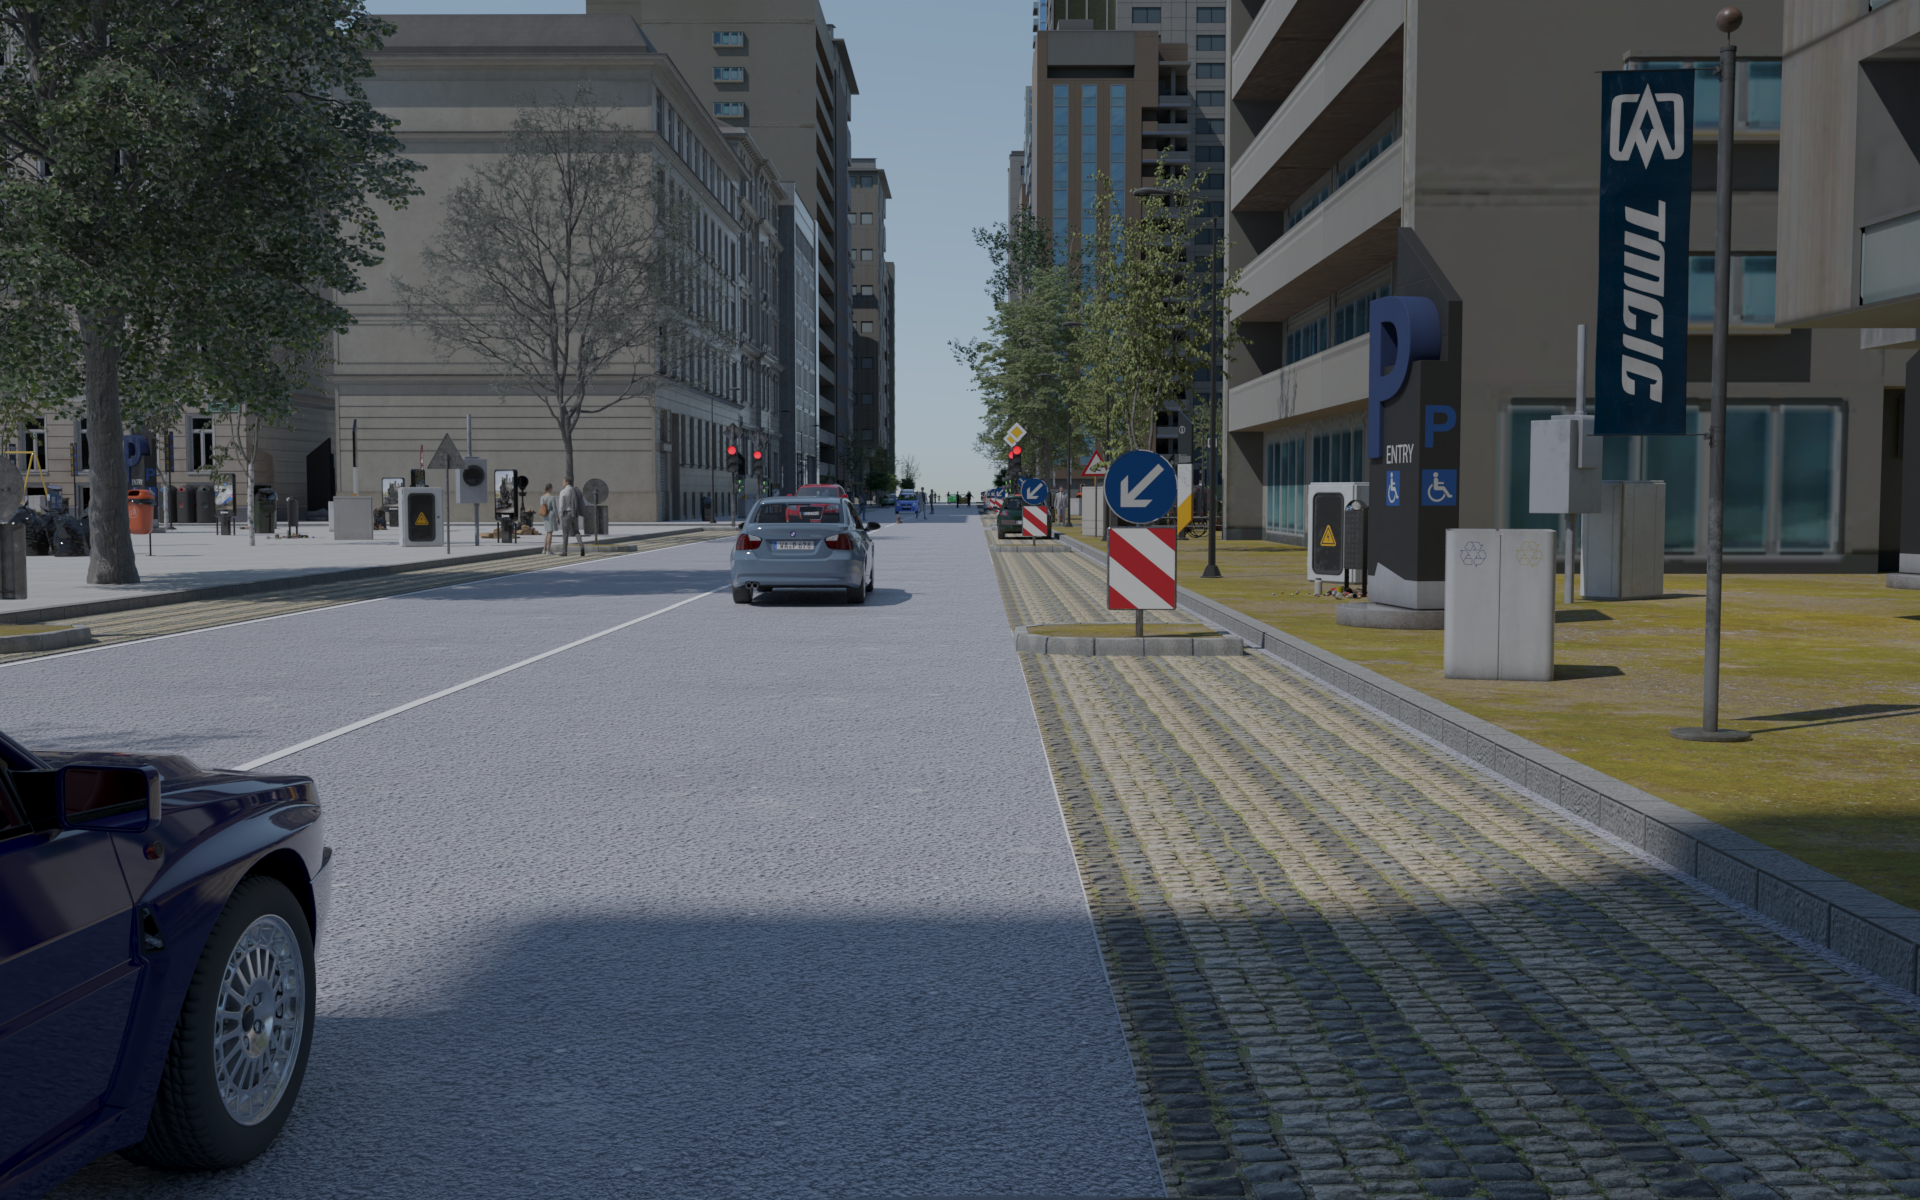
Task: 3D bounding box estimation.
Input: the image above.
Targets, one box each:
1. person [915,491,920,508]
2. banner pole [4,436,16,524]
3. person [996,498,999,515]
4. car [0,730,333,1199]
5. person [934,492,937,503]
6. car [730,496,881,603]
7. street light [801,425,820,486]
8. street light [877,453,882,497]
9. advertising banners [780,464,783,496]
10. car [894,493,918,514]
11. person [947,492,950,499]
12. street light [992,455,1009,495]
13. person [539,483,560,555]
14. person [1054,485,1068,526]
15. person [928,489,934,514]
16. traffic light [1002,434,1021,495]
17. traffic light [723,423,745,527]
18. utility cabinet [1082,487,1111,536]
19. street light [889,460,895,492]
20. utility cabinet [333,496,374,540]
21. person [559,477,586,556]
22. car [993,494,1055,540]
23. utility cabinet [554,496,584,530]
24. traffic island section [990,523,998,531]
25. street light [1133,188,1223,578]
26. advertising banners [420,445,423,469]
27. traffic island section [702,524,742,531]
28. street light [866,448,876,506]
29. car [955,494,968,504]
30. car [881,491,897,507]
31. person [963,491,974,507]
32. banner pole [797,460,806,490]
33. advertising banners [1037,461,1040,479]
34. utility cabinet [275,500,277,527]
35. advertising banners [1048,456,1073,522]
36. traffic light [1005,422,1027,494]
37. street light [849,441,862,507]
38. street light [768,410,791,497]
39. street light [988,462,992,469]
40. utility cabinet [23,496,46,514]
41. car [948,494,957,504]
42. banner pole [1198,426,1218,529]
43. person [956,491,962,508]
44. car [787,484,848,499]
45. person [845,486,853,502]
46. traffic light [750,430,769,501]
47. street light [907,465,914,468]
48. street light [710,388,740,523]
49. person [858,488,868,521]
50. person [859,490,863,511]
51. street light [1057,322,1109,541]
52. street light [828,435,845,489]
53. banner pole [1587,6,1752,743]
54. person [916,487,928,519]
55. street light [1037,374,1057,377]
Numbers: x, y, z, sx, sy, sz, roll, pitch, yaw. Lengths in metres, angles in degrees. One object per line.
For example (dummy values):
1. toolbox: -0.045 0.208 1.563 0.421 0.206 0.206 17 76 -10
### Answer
1. person: -3.593 -8.420 147.163 0.512 1.701 0.522 -1 4 -19
2. banner pole: -41.308 -5.221 75.379 0.401 3.779 0.863 0 4 7
3. person: 2.616 -6.577 116.004 0.580 1.828 0.573 -1 4 -12
4. car: -2.391 0.612 2.567 1.945 1.354 3.894 0 4 2
5. person: -3.940 -16.120 272.076 0.705 1.821 1.348 3 5 40
6. car: -2.120 -0.732 23.976 2.014 1.417 4.499 0 4 0
7. street light: -10.085 -8.790 116.259 1.470 5.913 1.316 0 4 0
8. street light: -9.449 -13.549 194.072 1.470 5.913 1.316 0 4 0
9. advertising banners: -10.540 -6.445 101.571 0.090 3.025 2.074 0 4 4
10. car: -3.905 -7.199 127.291 1.945 1.707 3.694 0 4 -1
11. person: -1.620 -15.049 254.692 0.705 1.807 1.348 -2 4 -27
12. street light: 4.833 -14.329 206.814 1.470 5.913 1.316 0 4 0
13. person: -9.665 -1.909 40.720 0.512 1.701 0.522 2 4 27
14. person: 4.283 -3.917 72.820 0.678 1.792 0.850 0 4 8
15. person: -2.104 -7.084 124.506 0.526 1.800 0.537 2 4 24
16. traffic light: 2.261 -5.307 75.698 0.839 4.253 0.868 0 4 0
17. traffic light: -8.862 -4.823 67.782 0.839 4.253 0.868 0 4 0
18. utility cabinet: 4.153 -2.684 52.563 0.318 1.500 1.173 -2 4 -29
19. street light: -9.136 -14.781 214.210 1.470 5.913 1.316 0 4 0
20. utility cabinet: -16.971 -2.282 48.476 1.020 1.237 0.306 -1 4 -14
21. person: -8.868 -1.898 39.631 0.850 1.850 0.679 3 5 42
22. car: 2.056 -2.805 55.655 2.009 1.686 4.222 0 4 1
23. utility cabinet: -14.030 -3.124 62.242 1.020 1.237 0.306 0 4 -3
24. traffic island section: 2.239 -2.786 67.827 2.009 0.180 2.903 0 4 0
25. street light: 3.328 -3.297 26.447 1.470 5.913 1.316 0 4 0
26. advertising banners: -18.781 -3.957 60.887 0.090 3.025 2.074 -2 4 -25
27. traffic island section: -8.902 -2.791 67.917 2.009 0.180 2.903 0 4 0
28. street light: -9.465 -12.291 173.504 1.470 5.913 1.316 0 4 0
29. car: 0.416 -12.878 220.780 2.015 1.641 3.980 0 4 0
30. car: -7.701 -11.102 190.321 1.959 1.807 4.718 0 4 1
31. person: 0.966 -11.117 190.291 1.348 1.821 0.705 2 4 29
32. banner pole: -11.437 -8.305 125.803 0.863 3.779 0.401 -1 4 -17
33. advertising banners: 4.433 -5.940 93.303 0.090 3.025 2.074 1 4 20
34. utility cabinet: -27.434 -3.483 68.105 1.020 1.237 0.306 -3 5 -45
35. advertising banners: 4.595 -5.056 78.854 0.090 3.025 2.074 2 4 35
36. traffic light: 2.199 -4.819 67.713 0.839 4.253 0.868 0 4 0
37. street light: -9.651 -10.990 152.224 1.470 5.913 1.316 0 4 0
38. street light: -10.056 -7.539 95.808 1.470 5.913 1.316 0 4 0
39. street light: 5.130 -16.953 249.717 1.470 5.913 1.316 0 4 0
40. utility cabinet: -40.459 -3.947 75.690 1.020 1.237 0.306 1 4 19
41. car: -0.736 -14.329 243.081 1.959 1.807 4.718 0 4 -1
42. banner pole: 9.162 -4.519 63.909 0.863 3.779 0.401 3 4 38
43. person: -0.157 -10.510 181.056 0.721 1.735 1.217 -2 4 -27
44. car: -5.243 -3.423 64.634 2.281 1.827 5.304 0 4 2
45. person: -6.285 -5.405 96.232 0.648 1.900 0.474 1 4 20
46. traffic light: -8.800 -5.312 75.767 0.839 4.253 0.868 0 4 0
47. street light: -8.514 -19.799 296.254 1.470 5.913 1.316 0 4 0
48. street light: -10.272 -6.308 75.670 1.470 5.913 1.316 0 4 0
49. person: -5.159 -5.103 92.278 0.721 1.781 0.623 -3 5 -43
50. person: -8.472 -8.613 149.805 0.515 1.767 0.782 0 4 0
51. street light: 3.456 -4.546 46.870 1.470 5.913 1.316 0 4 0
52. street light: -9.838 -10.071 137.202 1.470 5.913 1.316 0 4 0
53. banner pole: 3.724 -1.163 9.040 0.863 3.779 0.401 0 4 7
54. person: -2.160 -5.489 98.126 0.818 1.842 0.514 3 5 45
55. street light: 3.685 -5.778 67.008 1.470 5.913 1.316 0 4 0
